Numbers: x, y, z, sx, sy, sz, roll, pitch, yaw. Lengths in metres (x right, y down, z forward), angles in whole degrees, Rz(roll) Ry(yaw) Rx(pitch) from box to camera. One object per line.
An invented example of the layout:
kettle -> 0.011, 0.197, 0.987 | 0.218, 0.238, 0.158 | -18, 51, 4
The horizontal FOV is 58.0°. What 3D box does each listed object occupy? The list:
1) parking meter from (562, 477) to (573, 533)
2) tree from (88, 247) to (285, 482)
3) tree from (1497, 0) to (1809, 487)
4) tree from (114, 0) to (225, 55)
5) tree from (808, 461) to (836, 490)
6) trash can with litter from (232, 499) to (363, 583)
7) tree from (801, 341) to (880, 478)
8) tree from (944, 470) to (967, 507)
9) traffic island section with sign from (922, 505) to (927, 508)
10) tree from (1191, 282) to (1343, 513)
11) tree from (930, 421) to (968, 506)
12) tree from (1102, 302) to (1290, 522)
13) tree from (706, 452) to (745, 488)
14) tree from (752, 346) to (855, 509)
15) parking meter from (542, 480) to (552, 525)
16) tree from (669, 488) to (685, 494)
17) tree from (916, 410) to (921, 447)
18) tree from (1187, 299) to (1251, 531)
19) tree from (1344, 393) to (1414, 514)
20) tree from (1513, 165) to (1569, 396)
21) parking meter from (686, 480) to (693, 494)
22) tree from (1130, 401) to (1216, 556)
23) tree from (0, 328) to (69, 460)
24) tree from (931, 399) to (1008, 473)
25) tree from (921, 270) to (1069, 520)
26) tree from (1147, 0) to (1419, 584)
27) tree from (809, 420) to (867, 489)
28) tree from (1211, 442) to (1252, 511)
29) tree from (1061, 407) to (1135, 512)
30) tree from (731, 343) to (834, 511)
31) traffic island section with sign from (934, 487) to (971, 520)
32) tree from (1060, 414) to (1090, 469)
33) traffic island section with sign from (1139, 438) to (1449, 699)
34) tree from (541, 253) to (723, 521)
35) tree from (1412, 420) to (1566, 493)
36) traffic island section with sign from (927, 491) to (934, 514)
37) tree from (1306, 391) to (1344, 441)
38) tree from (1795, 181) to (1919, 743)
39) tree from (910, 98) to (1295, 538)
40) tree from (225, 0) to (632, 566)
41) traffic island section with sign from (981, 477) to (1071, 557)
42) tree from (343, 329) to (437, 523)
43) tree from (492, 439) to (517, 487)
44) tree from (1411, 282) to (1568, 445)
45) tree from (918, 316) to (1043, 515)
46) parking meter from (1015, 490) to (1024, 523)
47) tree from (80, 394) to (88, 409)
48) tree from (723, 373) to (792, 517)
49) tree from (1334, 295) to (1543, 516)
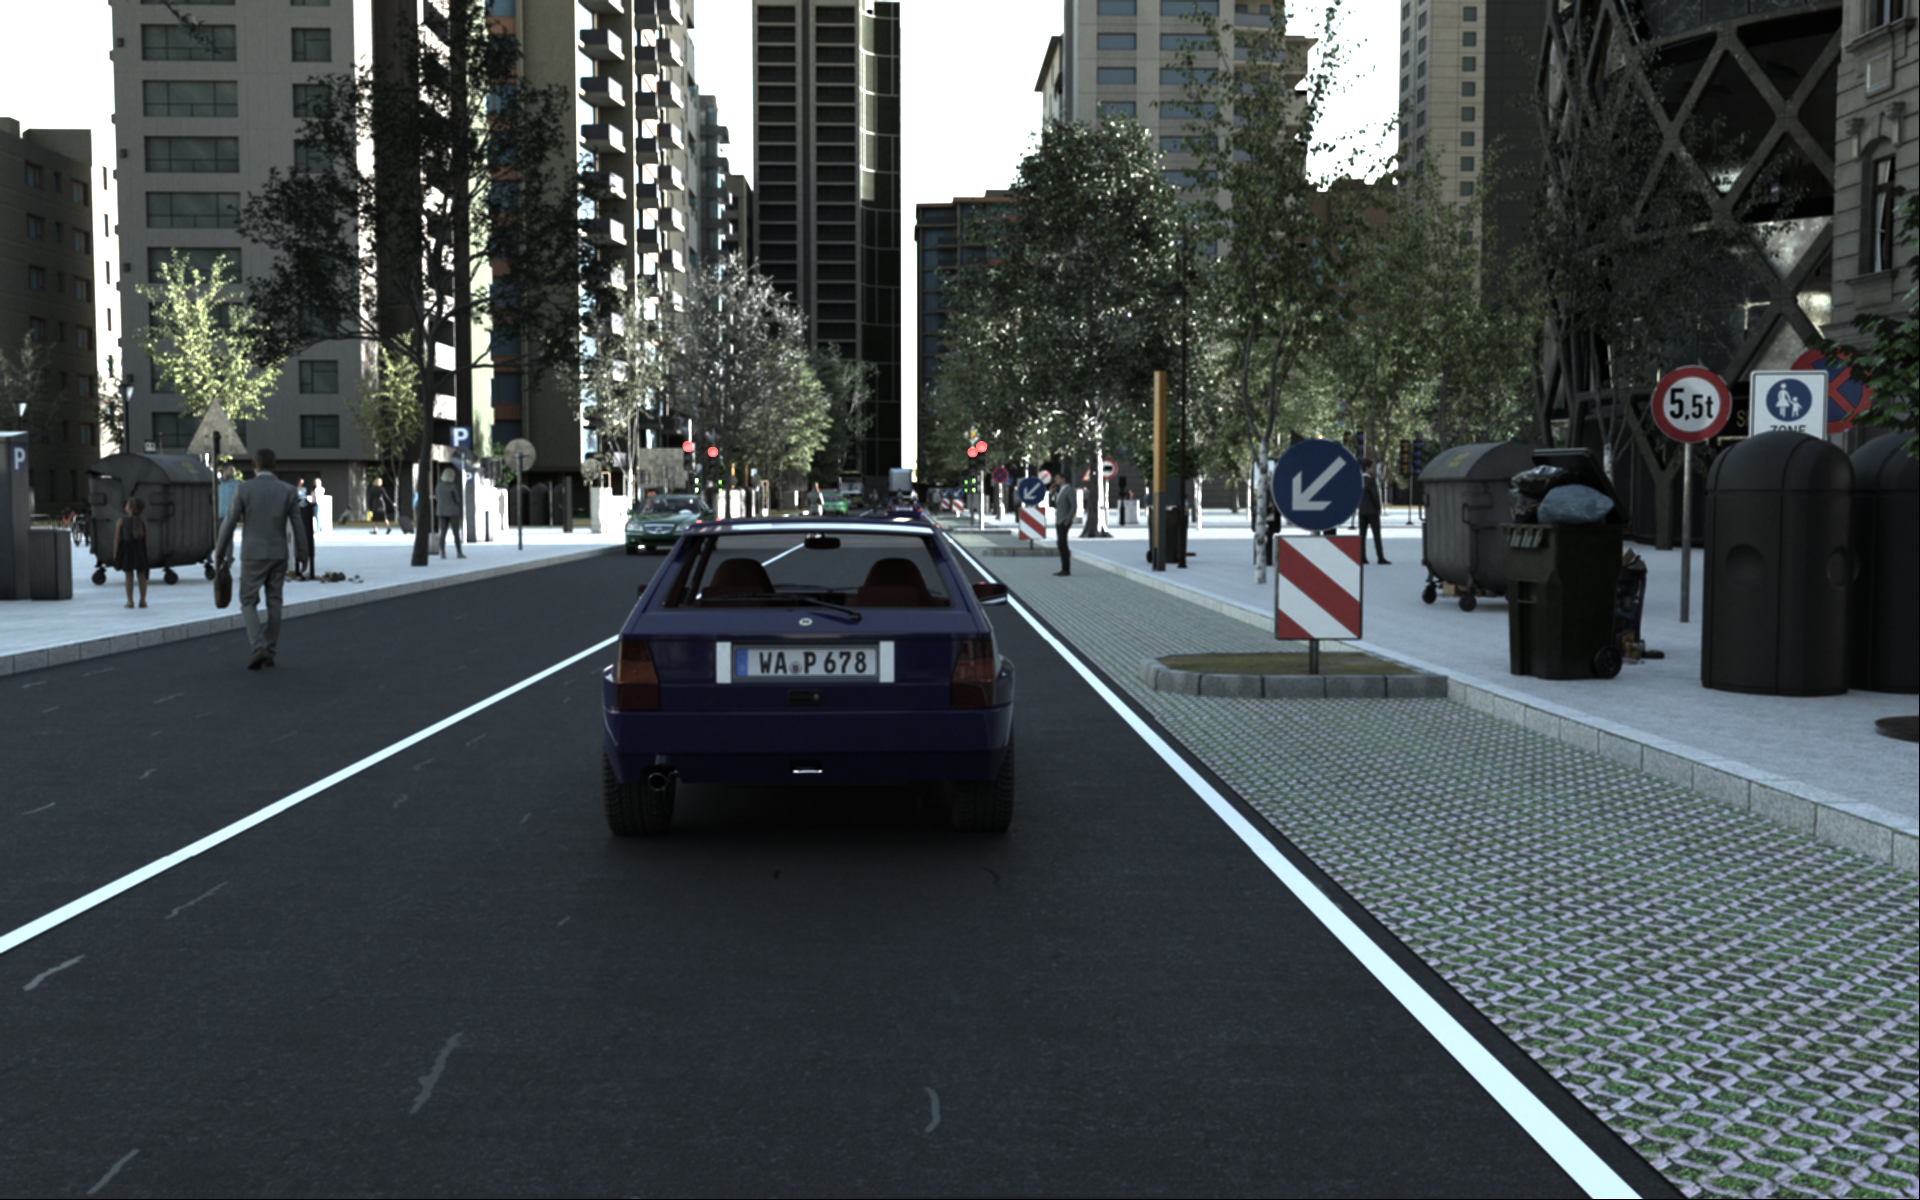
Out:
parking meter -> -13.118, -3.191, 57.890 | 0.255, 1.863, 0.399 | -2, 4, -24
tree -> -22.801, -6.252, 52.581 | 4.737, 8.622, 4.395 | 0, 3, 0
tree -> 9.905, -4.615, 25.826 | 4.360, 8.622, 3.978 | 0, 3, 0
tree -> -8.985, -6.223, 12.115 | 12.009, 13.543, 11.850 | 0, 3, 0
tree -> -14.081, -11.633, 173.911 | 4.285, 4.588, 4.351 | 0, 3, 0
trash can with litter -> -9.640, -0.891, 25.627 | 1.678, 1.210, 2.233 | -3, 5, -45
tree -> -16.263, -22.073, 216.779 | 12.611, 20.169, 13.585 | 0, 3, 0
tree -> -0.193, -11.918, 178.571 | 4.285, 4.588, 4.351 | 0, 3, 0
traffic island section with sign -> -2.783, -10.032, 172.655 | 1.989, 1.847, 2.006 | 0, 4, -2
tree -> 16.866, -10.684, 92.806 | 7.486, 12.596, 7.792 | 0, 3, 0
tree -> -0.029, -16.080, 188.670 | 9.928, 11.665, 9.643 | 0, 3, 0
tree -> 10.660, -8.813, 78.502 | 8.767, 10.594, 7.601 | 0, 4, 0
tree -> -18.468, -9.300, 135.762 | 4.285, 4.588, 4.351 | 0, 3, 0
tree -> -13.581, -14.879, 149.922 | 9.857, 13.997, 8.962 | 0, 3, 0
parking meter -> -17.247, -4.072, 72.292 | 0.399, 1.863, 0.255 | 0, 4, 7
tree -> -16.519, -6.445, 99.970 | 1.663, 3.219, 1.824 | 0, 3, 0
tree -> -0.373, -14.315, 152.176 | 7.486, 12.596, 7.792 | 0, 3, 0
tree -> 8.366, -6.767, 60.995 | 4.360, 8.622, 3.978 | 0, 3, 0
tree -> 26.907, -9.729, 109.435 | 4.360, 8.622, 3.978 | 0, 3, 0
tree -> 10.274, -5.211, 35.560 | 4.737, 8.622, 4.395 | 0, 3, 0
parking meter -> -11.391, -4.131, 73.252 | 0.399, 1.863, 0.255 | -1, 4, -9
tree -> 4.292, -2.542, 36.164 | 1.663, 3.219, 1.824 | 0, 3, 0
tree -> -42.010, -7.759, 77.216 | 4.360, 8.622, 3.978 | 0, 3, 0
tree -> 1.180, -12.646, 141.166 | 7.601, 10.594, 8.767 | -1, 4, -18
tree -> 2.430, -10.297, 86.491 | 7.486, 12.596, 7.792 | 0, 3, 0
tree -> 4.499, -4.551, 24.766 | 4.737, 8.622, 4.395 | 0, 3, 0
tree -> -15.064, -16.312, 201.115 | 8.767, 10.594, 7.601 | 0, 4, -7
tree -> 21.955, -12.506, 130.229 | 9.928, 11.665, 9.643 | 0, 3, 0
tree -> 9.890, -12.204, 125.294 | 9.928, 11.665, 9.643 | 0, 3, 0
tree -> -13.017, -12.876, 128.656 | 7.486, 12.596, 7.792 | 0, 3, 0
traffic island section with sign -> -0.265, -5.305, 95.362 | 1.989, 1.847, 2.006 | 0, 4, -2
tree -> 11.287, -12.356, 136.440 | 8.767, 10.594, 7.601 | -1, 4, -20
traffic island section with sign -> 2.395, -0.268, 13.003 | 1.989, 1.847, 2.006 | 0, 4, -2
tree -> -10.302, -6.260, 52.710 | 4.360, 8.622, 3.978 | 0, 3, 0
tree -> 40.840, -9.838, 123.753 | 20.602, 7.101, 11.467 | 3, 5, 39
traffic island section with sign -> -1.143, -6.953, 122.303 | 1.989, 1.847, 2.006 | 0, 4, -2
tree -> 26.002, -10.393, 120.288 | 4.360, 8.622, 3.978 | 0, 3, 0
tree -> 5.399, -0.874, 8.899 | 1.663, 3.219, 1.824 | 0, 3, 0
tree -> 3.932, -8.180, 50.751 | 9.611, 12.733, 9.660 | 0, 3, 0
tree -> -9.315, -5.886, 30.642 | 7.601, 10.594, 8.767 | 0, 4, -4
traffic island section with sign -> 1.511, -1.935, 40.264 | 1.989, 1.847, 2.006 | 0, 4, -2
tree -> -25.253, -7.759, 77.224 | 4.737, 8.622, 4.395 | 0, 3, 0
tree -> -26.437, -6.928, 96.980 | 4.285, 4.588, 4.351 | 0, 3, 0
tree -> 23.462, -8.639, 75.665 | 7.601, 10.594, 8.767 | -1, 4, -10
tree -> 2.275, -11.896, 104.864 | 12.009, 13.543, 11.850 | 0, 3, 0
parking meter -> 2.658, -4.201, 77.094 | 0.372, 1.533, 0.369 | 0, 3, 0
tree -> -42.287, -8.418, 87.996 | 4.737, 8.622, 4.395 | 0, 3, 0
tree -> -12.300, -9.722, 109.311 | 4.360, 8.622, 3.978 | 0, 3, 0
tree -> 27.032, -10.133, 91.424 | 9.928, 11.665, 9.643 | 0, 3, 0
